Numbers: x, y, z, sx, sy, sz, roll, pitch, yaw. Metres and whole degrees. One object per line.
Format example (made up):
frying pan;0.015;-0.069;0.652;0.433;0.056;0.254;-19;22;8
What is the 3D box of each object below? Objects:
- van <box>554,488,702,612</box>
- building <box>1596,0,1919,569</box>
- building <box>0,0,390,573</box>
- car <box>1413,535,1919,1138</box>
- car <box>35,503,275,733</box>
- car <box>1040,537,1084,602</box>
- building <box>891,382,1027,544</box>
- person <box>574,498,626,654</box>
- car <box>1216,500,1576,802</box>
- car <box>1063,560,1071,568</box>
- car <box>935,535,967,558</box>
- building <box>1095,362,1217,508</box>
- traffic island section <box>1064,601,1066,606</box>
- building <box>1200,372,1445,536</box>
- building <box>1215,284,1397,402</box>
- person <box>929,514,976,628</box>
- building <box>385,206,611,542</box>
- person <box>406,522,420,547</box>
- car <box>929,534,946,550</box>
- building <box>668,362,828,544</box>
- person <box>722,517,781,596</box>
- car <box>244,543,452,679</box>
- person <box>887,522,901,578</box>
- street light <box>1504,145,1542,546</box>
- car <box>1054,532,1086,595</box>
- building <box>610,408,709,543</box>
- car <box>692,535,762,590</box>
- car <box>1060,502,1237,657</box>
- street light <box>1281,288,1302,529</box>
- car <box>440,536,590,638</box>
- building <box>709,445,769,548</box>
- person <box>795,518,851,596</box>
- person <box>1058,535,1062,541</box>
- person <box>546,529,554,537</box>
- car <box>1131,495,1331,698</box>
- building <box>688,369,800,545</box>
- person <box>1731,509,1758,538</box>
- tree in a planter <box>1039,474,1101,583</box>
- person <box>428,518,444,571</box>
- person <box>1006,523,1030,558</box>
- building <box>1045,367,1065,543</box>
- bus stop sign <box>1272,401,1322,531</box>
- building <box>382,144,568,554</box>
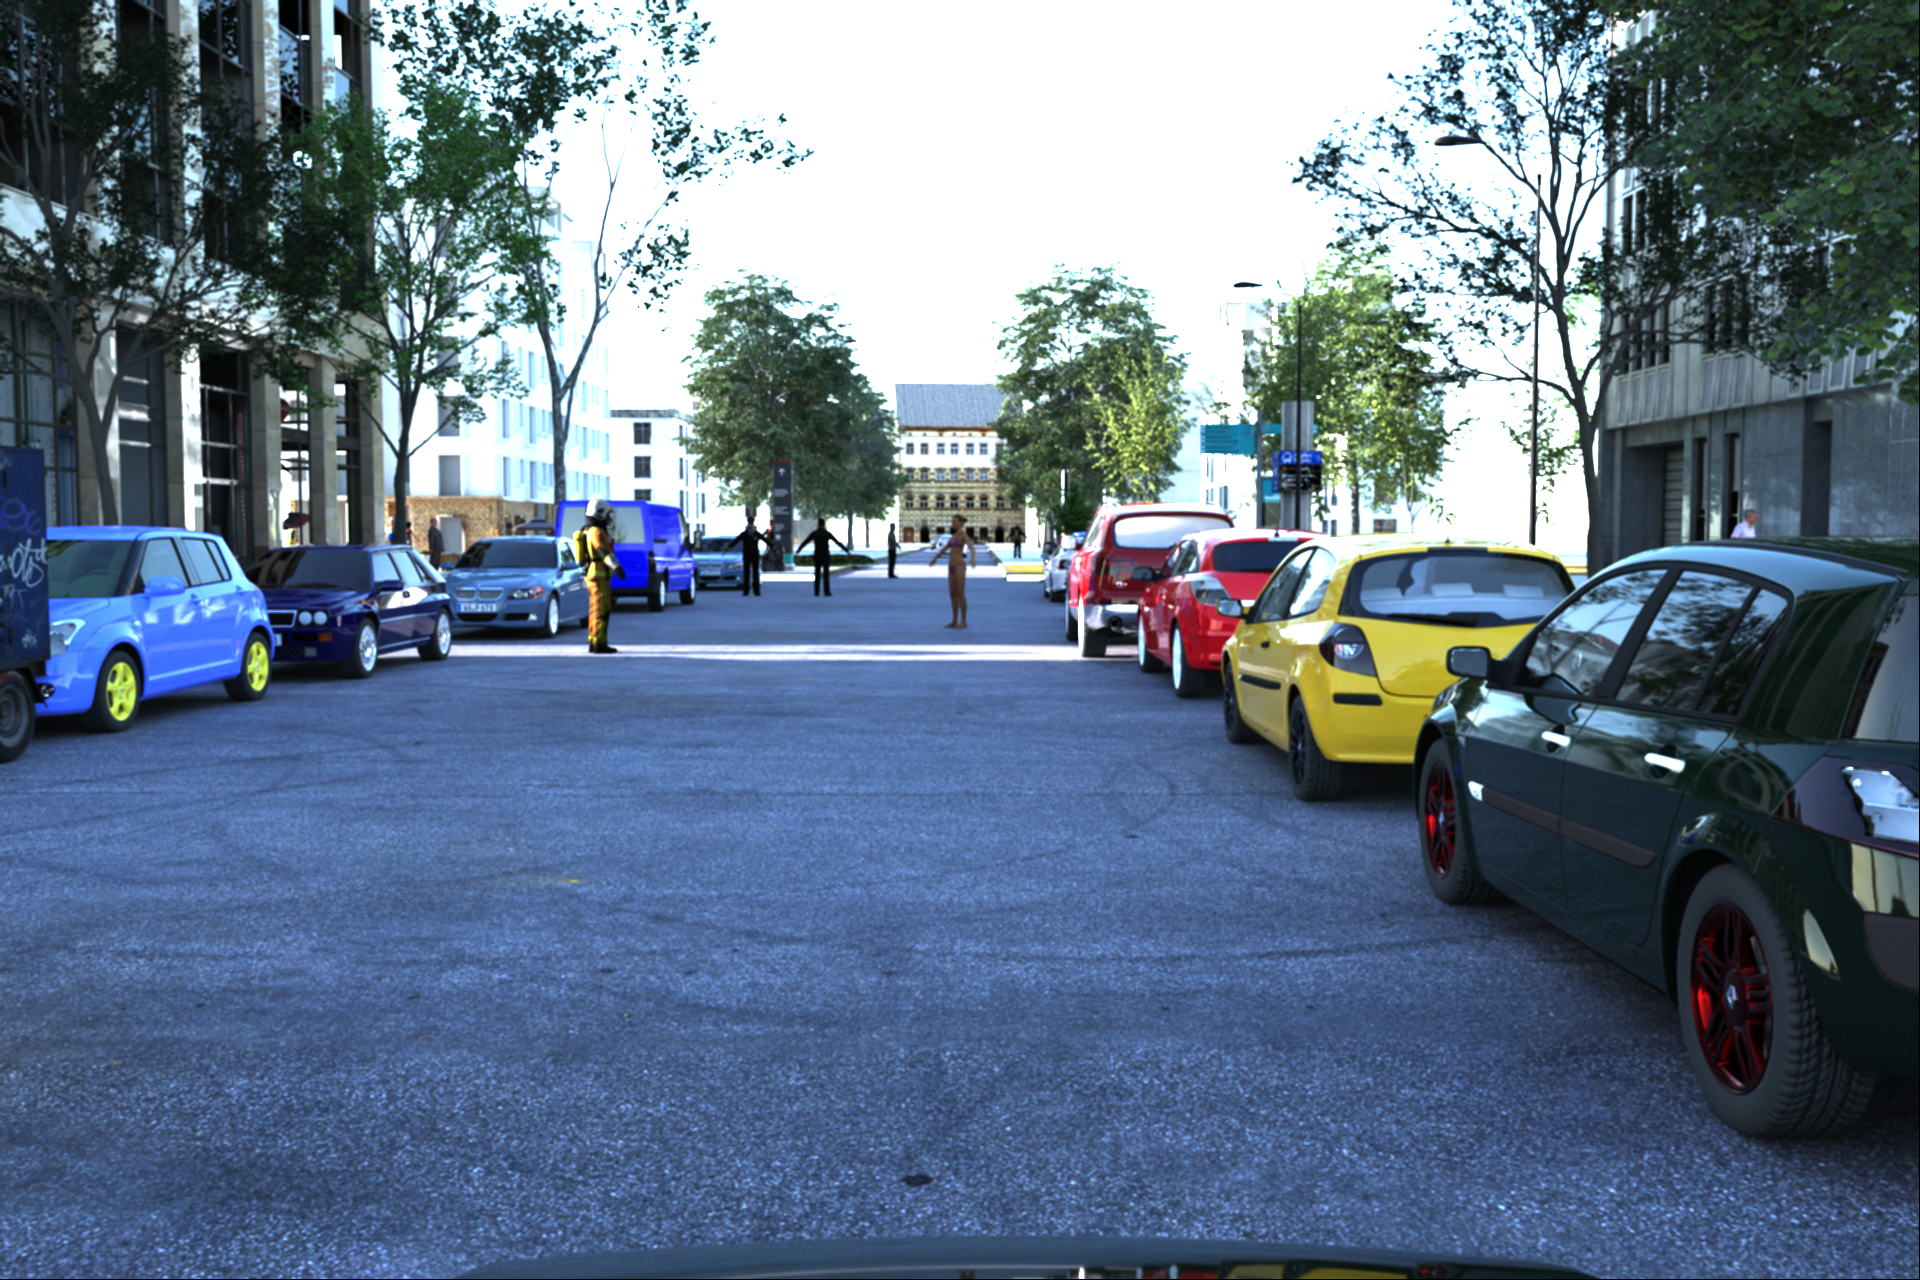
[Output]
van;-6.378;-1.784;33.560;2.240;2.365;5.245;0;4;0
building;26.059;-13.887;44.307;12.078;24.872;19.932;0;4;1
building;-30.004;-16.673;38.832;22.709;31.103;35.509;0;4;1
car;2.694;0.262;5.500;2.009;1.686;4.222;0;4;1
car;-6.877;-0.246;13.617;1.945;1.707;3.694;0;4;1
car;2.823;-1.559;37.846;2.083;1.381;4.827;0;4;0
building;-0.488;-25.485;250.071;18.063;23.208;19.493;0;4;-5
person;-4.318;-0.773;20.859;0.705;1.858;1.354;-2;4;-26
car;2.665;-0.029;10.695;2.015;1.641;3.980;0;4;1
car;2.713;-0.920;27.396;2.083;1.381;4.827;0;4;-1
car;-0.524;-5.771;106.713;2.083;1.381;4.827;0;4;0
building;23.943;-19.605;187.001;16.747;18.905;31.486;0;4;0
traffic island section;3.083;-0.700;34.310;1.991;0.108;1.994;0;4;0
building;20.773;-9.883;103.727;9.099;9.664;28.070;0;4;0
building;25.593;-17.226;138.058;16.016;20.090;11.380;0;4;1
person;-0.102;-1.051;26.438;0.721;1.733;1.217;-2;4;-33
building;-28.129;-14.986;101.440;16.016;20.090;11.380;0;4;0
person;-24.489;-4.333;76.987;1.345;1.843;0.704;3;5;40
car;-1.771;-8.934;155.851;2.009;1.686;4.222;0;4;1
building;-27.056;-23.992;223.190;19.493;23.208;18.063;0;4;0
person;-4.851;-1.948;40.247;1.347;1.837;0.705;-1;4;-9
car;-6.714;-0.354;18.376;1.945;1.354;3.894;0;4;0
person;-2.187;-2.934;56.558;0.705;1.813;1.348;-1;4;-16
street light;7.286;-2.921;20.305;1.470;5.913;1.316;0;4;0
car;3.289;-1.997;42.238;1.945;1.707;3.694;0;4;0
building;-23.225;-11.481;129.858;9.099;9.664;28.070;0;4;1
car;-6.280;-2.064;45.751;2.014;1.417;4.499;0;4;1
car;2.417;-0.793;21.644;2.281;1.827;5.304;0;4;1
street light;6.793;-3.634;31.964;1.470;5.913;1.316;0;4;0
car;-6.437;-0.814;25.316;2.014;1.417;4.499;0;4;0
building;-21.497;-14.160;173.668;9.099;9.664;28.070;0;4;1
person;-3.190;-1.923;40.122;1.346;1.802;0.704;1;4;10
person;5.381;-5.131;90.167;0.705;1.796;1.348;-1;4;-15
person;-11.411;-2.357;47.812;0.697;1.427;0.421;0;4;-4
car;2.767;-0.465;16.639;2.155;1.783;4.494;0;4;0
building;-24.369;-20.716;195.119;16.016;20.090;11.380;0;4;0
person;13.540;-1.394;29.772;0.756;1.711;0.436;-2;4;-28
tree in a planter;3.345;-3.295;51.097;1.991;3.239;1.994;0;4;1
person;-15.185;-2.670;50.253;0.434;1.755;0.990;0;4;3
person;3.063;-5.274;92.013;1.354;1.856;0.705;1;4;18
building;24.783;-23.191;223.139;27.936;21.610;32.646;0;4;1
bus stop sign;6.707;-2.784;34.539;0.837;3.901;0.837;0;4;1
building;-27.108;-13.942;84.371;16.016;20.090;11.380;0;3;0
